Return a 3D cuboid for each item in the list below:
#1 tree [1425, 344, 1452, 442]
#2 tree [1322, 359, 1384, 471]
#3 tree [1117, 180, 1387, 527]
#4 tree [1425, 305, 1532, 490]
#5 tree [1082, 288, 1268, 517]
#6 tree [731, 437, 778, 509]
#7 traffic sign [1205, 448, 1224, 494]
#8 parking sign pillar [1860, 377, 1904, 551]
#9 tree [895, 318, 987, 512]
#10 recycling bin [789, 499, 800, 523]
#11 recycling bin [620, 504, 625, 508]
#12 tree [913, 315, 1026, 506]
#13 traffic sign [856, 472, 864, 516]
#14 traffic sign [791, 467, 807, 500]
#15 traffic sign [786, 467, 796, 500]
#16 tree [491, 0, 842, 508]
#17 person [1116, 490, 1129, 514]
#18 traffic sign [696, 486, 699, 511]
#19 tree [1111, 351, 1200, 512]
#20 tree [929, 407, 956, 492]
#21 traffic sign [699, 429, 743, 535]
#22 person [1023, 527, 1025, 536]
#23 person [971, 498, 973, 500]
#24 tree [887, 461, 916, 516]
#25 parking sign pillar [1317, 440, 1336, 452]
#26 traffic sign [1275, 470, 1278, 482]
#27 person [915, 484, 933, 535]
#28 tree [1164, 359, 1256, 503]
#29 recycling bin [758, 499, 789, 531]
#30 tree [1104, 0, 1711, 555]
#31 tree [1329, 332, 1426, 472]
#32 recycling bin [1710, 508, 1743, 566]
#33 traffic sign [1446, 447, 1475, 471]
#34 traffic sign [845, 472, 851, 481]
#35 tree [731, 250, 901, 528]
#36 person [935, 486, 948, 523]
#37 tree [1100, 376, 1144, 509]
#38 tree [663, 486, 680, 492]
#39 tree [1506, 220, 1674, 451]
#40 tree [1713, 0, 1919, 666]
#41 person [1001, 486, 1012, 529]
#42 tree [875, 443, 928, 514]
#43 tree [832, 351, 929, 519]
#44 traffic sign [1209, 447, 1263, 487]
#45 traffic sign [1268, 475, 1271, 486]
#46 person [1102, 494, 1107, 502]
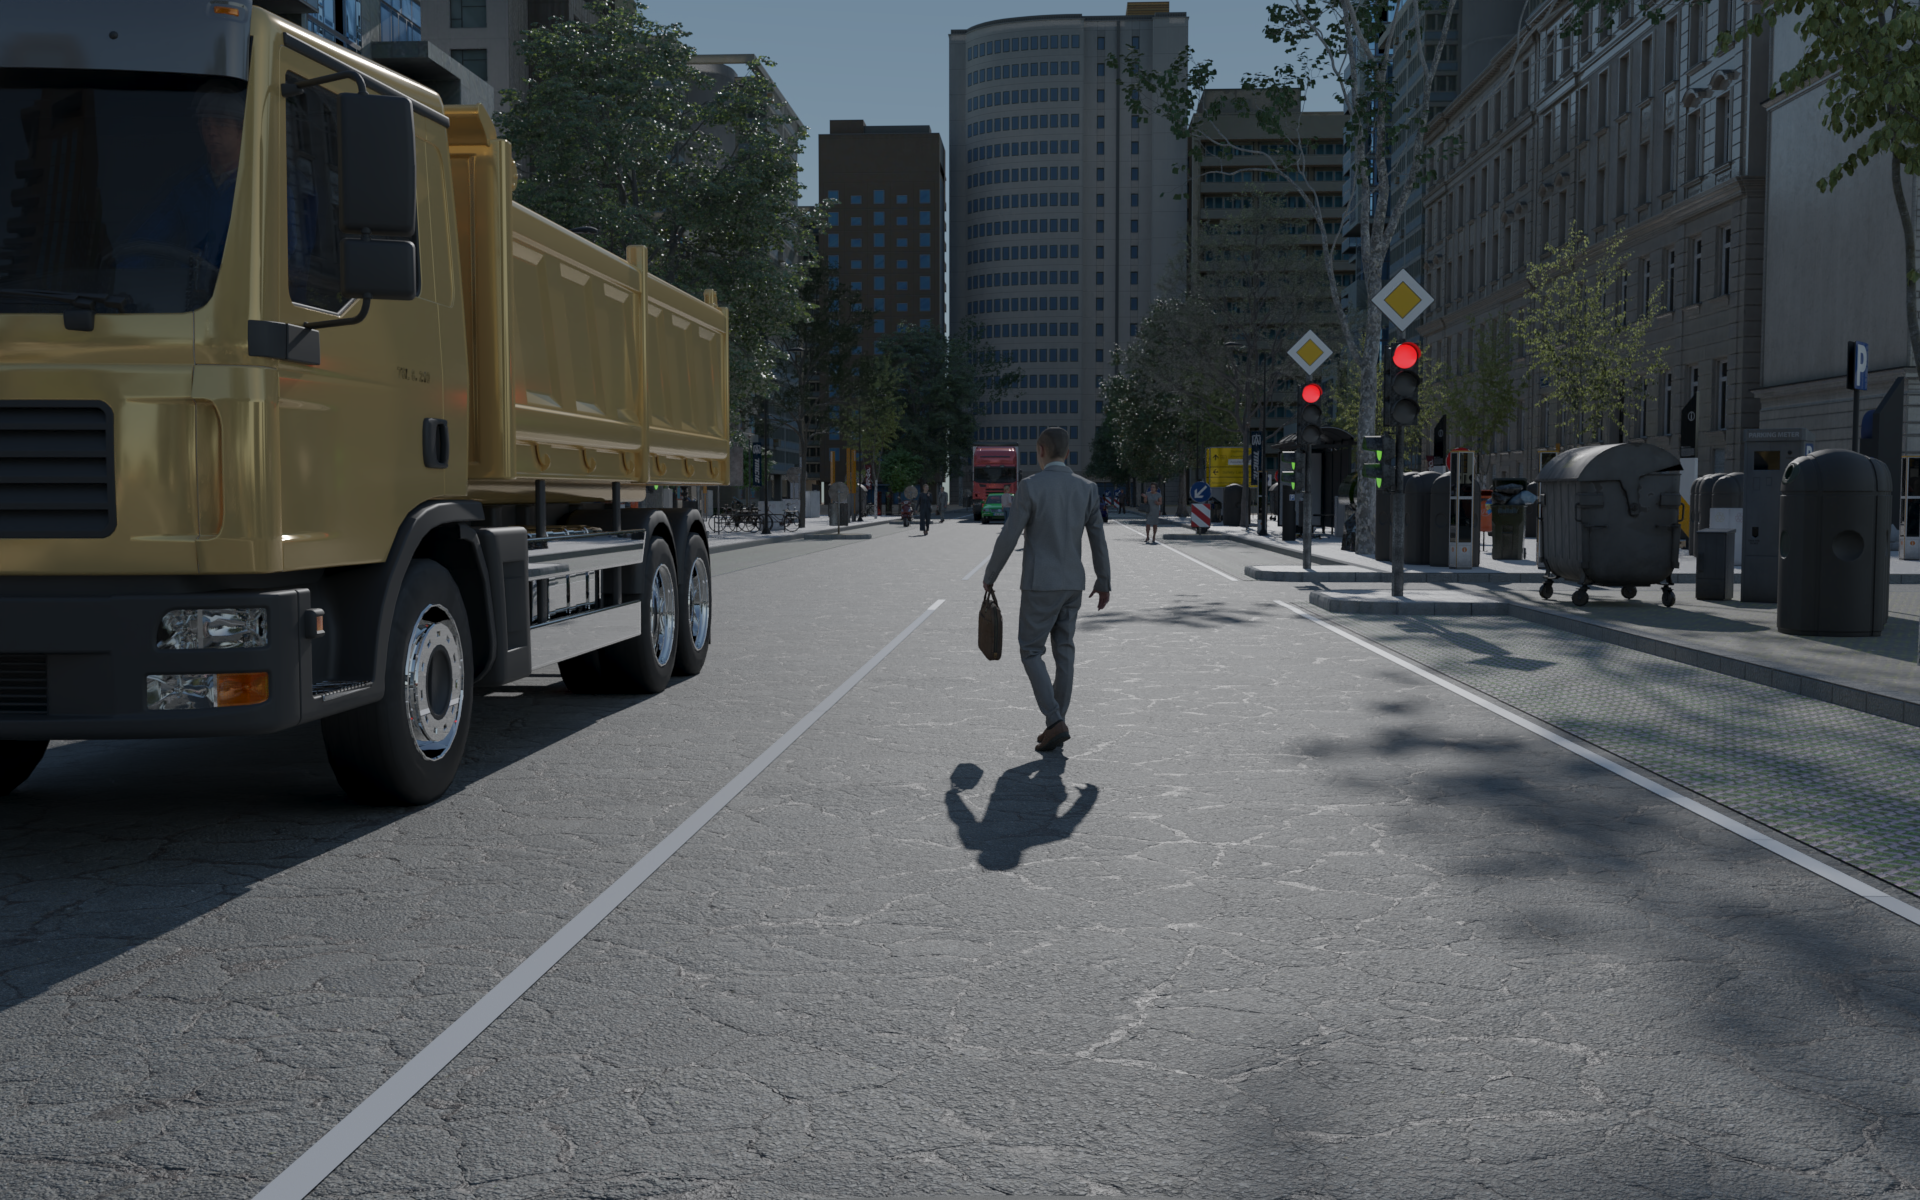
[{"bbox_3d":[21.166,-8.055,82.058,4.360,8.622,3.978,0,3,0],"label":"tree"},{"bbox_3d":[21.321,-8.751,93.446,4.737,8.622,4.395,0,3,0],"label":"tree"},{"bbox_3d":[11.209,-9.585,67.083,12.009,13.543,11.850,0,3,0],"label":"tree"},{"bbox_3d":[20.543,-7.197,68.038,4.737,8.622,4.395,0,3,0],"label":"tree"},{"bbox_3d":[12.428,-11.003,96.914,9.611,12.733,9.660,0,3,0],"label":"tree"},{"bbox_3d":[-12.190,-7.101,99.820,4.285,4.588,4.351,0,3,0],"label":"tree"},{"bbox_3d":[11.855,-5.004,75.686,2.265,3.308,0.079,0,4,6],"label":"traffic sign"},{"bbox_3d":[21.007,-3.123,39.527,1.447,3.967,1.447,-3,5,-40],"label":"parking sign pillar"},{"bbox_3d":[-2.699,-13.309,124.258,9.857,13.997,8.962,0,3,0],"label":"tree"},{"bbox_3d":[-7.434,-3.994,77.857,0.722,1.027,0.722,0,4,8],"label":"recycling bin"},{"bbox_3d":[-8.783,-1.854,42.871,0.722,1.027,0.722,3,4,38],"label":"recycling bin"},{"bbox_3d":[1.270,-19.887,181.034,12.611,20.169,13.585,0,3,0],"label":"tree"},{"bbox_3d":[-5.888,-6.052,99.061,0.768,2.556,0.104,1,4,12],"label":"traffic sign"},{"bbox_3d":[-7.525,-4.953,81.083,0.768,2.556,0.104,0,4,5],"label":"traffic sign"},{"bbox_3d":[-7.800,-4.965,81.283,0.768,2.556,0.104,1,4,9],"label":"traffic sign"},{"bbox_3d":[-7.872,-8.392,43.869,9.857,13.997,8.962,0,3,0],"label":"tree"},{"bbox_3d":[11.630,-7.053,124.373,0.990,1.755,0.434,3,4,36],"label":"person"},{"bbox_3d":[-7.902,-3.185,52.174,0.768,2.556,0.104,1,4,11],"label":"traffic sign"},{"bbox_3d":[14.310,-12.385,120.616,7.486,12.596,7.792,0,3,0],"label":"tree"},{"bbox_3d":[-1.770,-11.619,140.325,4.737,8.622,4.395,0,3,0],"label":"tree"},{"bbox_3d":[-7.926,-3.716,54.628,2.265,3.308,0.079,1,4,12],"label":"traffic sign"},{"bbox_3d":[1.833,-2.253,46.337,0.522,1.701,0.512,1,4,16],"label":"person"},{"bbox_3d":[1.427,-7.814,136.200,1.348,1.831,0.705,-3,5,-41],"label":"person"},{"bbox_3d":[-3.576,-6.498,100.842,1.663,3.219,1.824,0,3,0],"label":"tree"},{"bbox_3d":[17.319,-5.673,81.231,1.447,3.967,1.447,2,4,29],"label":"parking sign pillar"},{"bbox_3d":[16.072,-5.277,86.392,0.768,2.556,0.104,0,4,4],"label":"traffic sign"},{"bbox_3d":[-1.245,-3.172,60.784,0.576,1.772,0.534,-2,4,-26],"label":"person"},{"bbox_3d":[12.361,-8.300,86.068,4.737,8.622,4.395,0,3,0],"label":"tree"},{"bbox_3d":[-6.661,-2.983,61.328,0.722,1.027,0.722,-3,5,-41],"label":"recycling bin"},{"bbox_3d":[9.509,-11.109,37.520,12.611,20.169,13.585,0,3,0],"label":"tree"},{"bbox_3d":[18.422,-7.736,76.846,4.360,8.622,3.978,0,3,0],"label":"tree"},{"bbox_3d":[13.954,-1.136,31.132,0.722,1.027,0.722,3,5,43],"label":"recycling bin"},{"bbox_3d":[13.643,-2.885,47.275,0.768,2.556,0.104,1,4,11],"label":"traffic sign"},{"bbox_3d":[-6.381,-6.189,101.301,0.768,2.556,0.104,1,4,11],"label":"traffic sign"},{"bbox_3d":[-5.693,-8.020,65.539,7.601,10.594,8.767,-2,4,-28],"label":"tree"},{"bbox_3d":[-0.920,-4.780,86.756,0.694,1.812,0.767,3,4,36],"label":"person"},{"bbox_3d":[15.965,-13.873,152.579,9.928,11.665,9.643,0,3,0],"label":"tree"},{"bbox_3d":[-15.132,-6.313,86.931,4.285,4.588,4.351,0,3,0],"label":"tree"},{"bbox_3d":[17.085,-5.937,47.432,4.360,8.622,3.978,0,3,0],"label":"tree"},{"bbox_3d":[7.233,-3.796,12.427,4.737,8.622,4.395,0,3,0],"label":"tree"},{"bbox_3d":[1.759,-3.434,65.312,0.731,1.740,0.598,3,4,38],"label":"person"},{"bbox_3d":[-3.750,-7.783,110.961,4.285,4.588,4.351,0,3,0],"label":"tree"},{"bbox_3d":[-4.462,-8.515,89.589,4.737,8.622,4.395,0,3,0],"label":"tree"},{"bbox_3d":[11.838,-4.924,74.375,2.265,3.308,0.079,0,4,4],"label":"traffic sign"},{"bbox_3d":[15.800,-5.351,89.615,0.606,2.300,0.079,0,4,6],"label":"traffic sign"},{"bbox_3d":[11.712,-7.929,141.397,1.065,1.426,0.557,-3,5,-43],"label":"person"}]
